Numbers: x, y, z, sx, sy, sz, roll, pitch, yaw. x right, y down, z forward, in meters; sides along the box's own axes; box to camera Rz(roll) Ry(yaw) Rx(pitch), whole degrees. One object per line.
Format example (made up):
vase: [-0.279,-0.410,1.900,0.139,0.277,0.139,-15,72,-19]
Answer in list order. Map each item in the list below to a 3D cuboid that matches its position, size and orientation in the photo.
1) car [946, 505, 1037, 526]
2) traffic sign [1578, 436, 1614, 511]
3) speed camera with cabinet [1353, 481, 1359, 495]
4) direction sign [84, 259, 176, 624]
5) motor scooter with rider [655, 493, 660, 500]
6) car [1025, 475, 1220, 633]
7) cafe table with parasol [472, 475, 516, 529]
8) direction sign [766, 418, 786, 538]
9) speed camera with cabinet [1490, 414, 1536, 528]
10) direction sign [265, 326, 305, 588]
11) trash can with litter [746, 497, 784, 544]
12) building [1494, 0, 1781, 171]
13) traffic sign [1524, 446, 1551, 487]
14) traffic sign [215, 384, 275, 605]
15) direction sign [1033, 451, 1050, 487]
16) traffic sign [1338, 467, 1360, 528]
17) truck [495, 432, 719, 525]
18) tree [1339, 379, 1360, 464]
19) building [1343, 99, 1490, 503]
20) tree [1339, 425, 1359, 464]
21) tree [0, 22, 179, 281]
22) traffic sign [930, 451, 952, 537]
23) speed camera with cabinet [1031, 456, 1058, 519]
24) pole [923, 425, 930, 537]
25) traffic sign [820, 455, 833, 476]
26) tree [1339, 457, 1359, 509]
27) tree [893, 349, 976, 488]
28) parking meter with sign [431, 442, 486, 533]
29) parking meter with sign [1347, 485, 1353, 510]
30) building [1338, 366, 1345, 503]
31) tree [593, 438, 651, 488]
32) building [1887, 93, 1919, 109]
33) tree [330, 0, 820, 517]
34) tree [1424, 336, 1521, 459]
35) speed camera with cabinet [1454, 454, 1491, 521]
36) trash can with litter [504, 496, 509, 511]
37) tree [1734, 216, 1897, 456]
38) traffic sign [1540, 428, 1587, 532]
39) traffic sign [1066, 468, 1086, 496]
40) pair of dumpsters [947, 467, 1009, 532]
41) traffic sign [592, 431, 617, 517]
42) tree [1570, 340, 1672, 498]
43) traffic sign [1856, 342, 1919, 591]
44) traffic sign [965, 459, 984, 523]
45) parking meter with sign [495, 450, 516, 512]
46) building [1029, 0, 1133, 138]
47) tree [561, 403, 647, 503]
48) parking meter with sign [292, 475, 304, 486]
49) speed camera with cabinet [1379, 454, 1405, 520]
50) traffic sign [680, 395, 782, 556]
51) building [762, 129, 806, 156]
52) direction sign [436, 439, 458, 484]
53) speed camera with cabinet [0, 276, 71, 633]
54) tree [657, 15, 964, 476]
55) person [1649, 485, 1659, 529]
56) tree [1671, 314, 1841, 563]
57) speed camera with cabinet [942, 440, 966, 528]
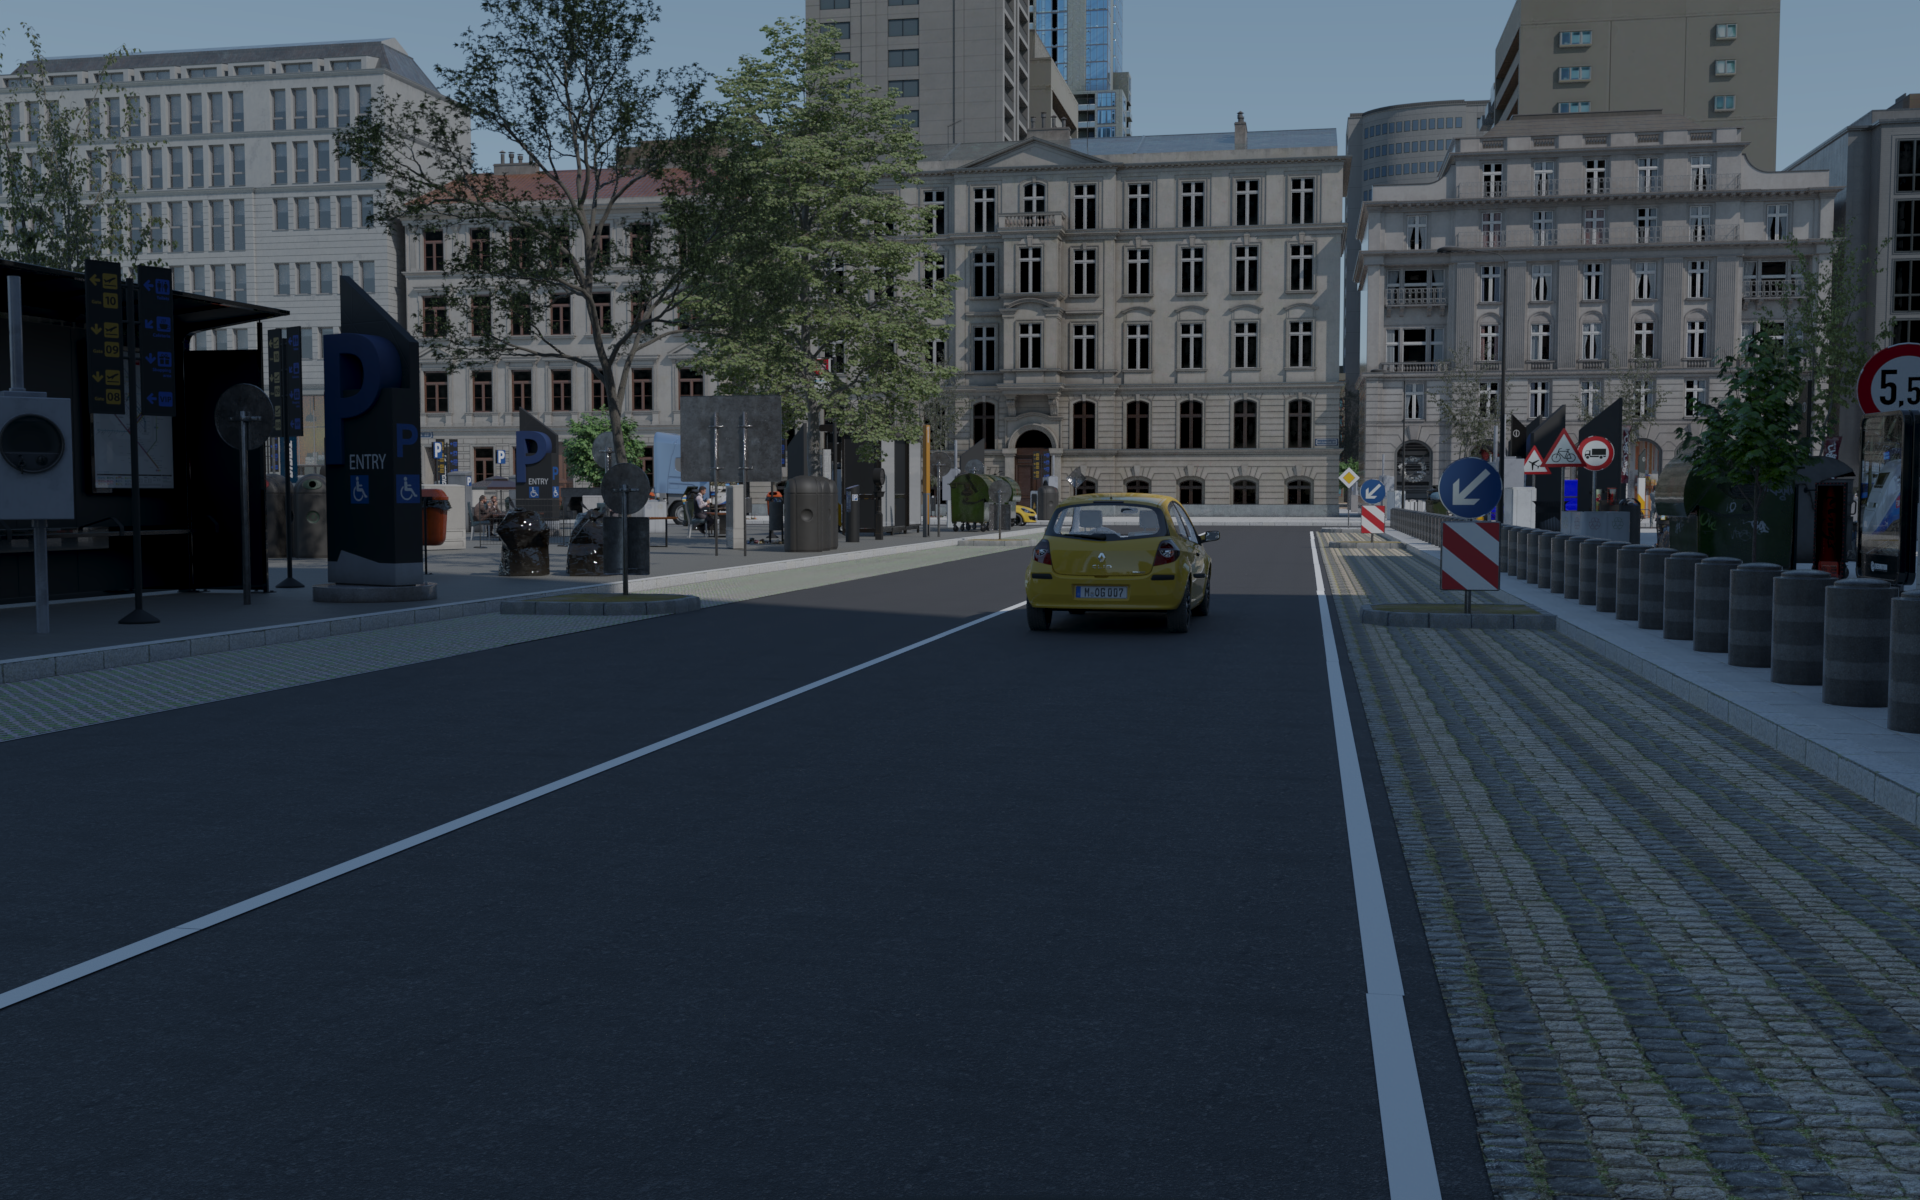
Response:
car: [1.402,-4.048,76.405,3.980,1.641,2.015,1,4,11]
traffic sign: [13.852,-2.306,37.816,0.768,2.556,0.104,1,4,14]
speed camera with cabinet: [29.352,-7.972,124.684,2.038,3.252,0.660,-1,4,-10]
direction sign: [-8.164,-1.537,17.120,0.379,3.537,0.876,2,4,35]
motor scooter with rider: [-13.737,-4.377,80.536,1.986,1.779,0.876,1,4,11]
car: [1.861,-0.564,19.439,2.015,1.641,3.980,1,4,13]
cafe table with parasol: [-17.069,-3.609,63.865,2.610,1.966,2.610,1,4,11]
direction sign: [-5.467,-3.569,50.355,0.876,3.537,0.379,1,4,21]
speed camera with cabinet: [13.575,-2.932,42.279,0.660,3.252,2.038,0,4,7]
direction sign: [-9.200,-1.938,23.679,0.876,3.537,0.379,3,5,41]
trash can with litter: [-4.951,-2.081,45.075,2.233,1.210,1.678,3,5,44]
building: [61.149,-32.776,159.583,21.300,48.544,21.600,1,4,11]
traffic sign: [15.386,-2.841,46.462,0.884,2.594,0.081,1,4,17]
traffic sign: [-8.269,-1.218,20.013,0.768,2.556,0.104,1,4,12]
direction sign: [4.305,-6.095,91.655,0.876,3.537,0.379,0,4,2]
traffic sign: [14.508,-3.731,64.643,0.795,2.450,0.064,1,4,11]
truck: [-18.638,-5.349,77.222,18.799,4.110,2.967,1,4,11]
tree: [41.391,-16.777,184.676,12.009,13.543,11.850,0,3,0]
building: [71.228,-43.651,255.700,28.212,58.520,21.231,1,4,11]
tree: [47.664,-17.430,219.398,7.601,10.594,8.767,-3,5,-45]
tree: [-13.946,-4.656,26.490,4.360,8.622,3.978,0,3,0]
traffic sign: [-0.636,-3.161,51.796,0.768,2.556,0.104,1,4,13]
speed camera with cabinet: [4.345,-5.825,89.582,0.660,3.252,2.038,-2,4,-24]
pole: [-0.996,-3.512,51.272,0.158,3.312,0.155,0,3,0]
traffic sign: [-4.500,-3.443,56.406,0.768,2.556,0.104,1,4,16]
tree: [34.383,-10.306,152.217,4.285,4.588,4.351,0,3,0]
tree: [-1.320,-8.381,87.391,4.360,8.622,3.978,0,3,0]
parking meter with sign: [-16.701,-3.767,57.854,1.738,3.016,0.543,1,4,12]
parking meter with sign: [31.683,-8.792,140.004,0.543,3.016,1.738,-1,4,-12]
building: [43.576,-25.635,264.167,28.899,21.520,27.650,1,4,11]
tree: [-10.111,-3.434,50.745,1.663,3.219,1.824,0,3,0]
building: [107.599,-32.771,185.910,14.200,45.320,14.600,1,4,11]
tree: [-5.823,-5.796,29.179,7.601,10.594,8.767,3,5,40]
tree: [23.947,-8.013,81.377,4.360,8.622,3.978,0,3,0]
speed camera with cabinet: [15.037,-3.379,49.578,2.038,3.252,0.660,-3,4,-36]
trash can with litter: [-34.376,-7.435,132.950,0.624,1.170,1.055,-3,5,-40]
tree: [23.146,-5.904,46.895,4.737,8.622,4.395,0,3,0]
traffic sign: [11.909,-2.093,34.221,0.884,2.594,0.081,1,4,16]
traffic sign: [4.464,-3.854,66.659,0.795,2.450,0.064,1,4,11]
pair of dumpsters: [0.640,-3.547,60.488,1.574,2.255,4.437,1,4,11]
traffic sign: [-7.174,-2.150,35.265,0.768,2.556,0.104,1,4,20]
tree: [31.482,-8.073,82.358,4.360,8.622,3.978,0,3,0]
traffic sign: [7.976,-0.890,14.665,0.768,2.556,0.104,1,4,16]
traffic sign: [0.514,-3.862,63.256,0.768,2.556,0.104,1,4,20]
parking meter with sign: [-17.340,-4.391,68.047,1.738,3.016,0.543,1,4,21]
building: [13.248,-58.276,265.476,31.000,86.520,22.319,1,4,11]
tree: [-12.905,-4.826,62.624,4.285,4.588,4.351,0,3,0]
parking meter with sign: [-26.852,-4.535,70.404,1.738,3.016,0.543,2,4,34]
speed camera with cabinet: [21.260,-5.559,85.221,0.660,3.252,2.038,-1,4,-9]
traffic sign: [-4.743,-2.561,35.746,2.265,3.308,0.079,1,4,17]
building: [-16.140,-44.670,272.353,28.212,58.520,21.231,1,4,11]
direction sign: [-21.115,-4.853,71.346,0.876,3.537,0.379,-1,4,-13]
speed camera with cabinet: [-8.986,-1.278,15.231,2.038,3.252,0.660,-3,5,-41]
tree: [-3.969,-7.591,42.237,7.486,12.596,7.792,0,3,0]
person: [28.272,-3.771,70.329,0.511,1.800,0.466,2,4,26]
tree: [8.727,-1.475,18.713,1.663,3.219,1.824,0,3,0]
speed camera with cabinet: [-0.229,-4.285,64.402,0.660,3.252,2.038,1,4,9]
